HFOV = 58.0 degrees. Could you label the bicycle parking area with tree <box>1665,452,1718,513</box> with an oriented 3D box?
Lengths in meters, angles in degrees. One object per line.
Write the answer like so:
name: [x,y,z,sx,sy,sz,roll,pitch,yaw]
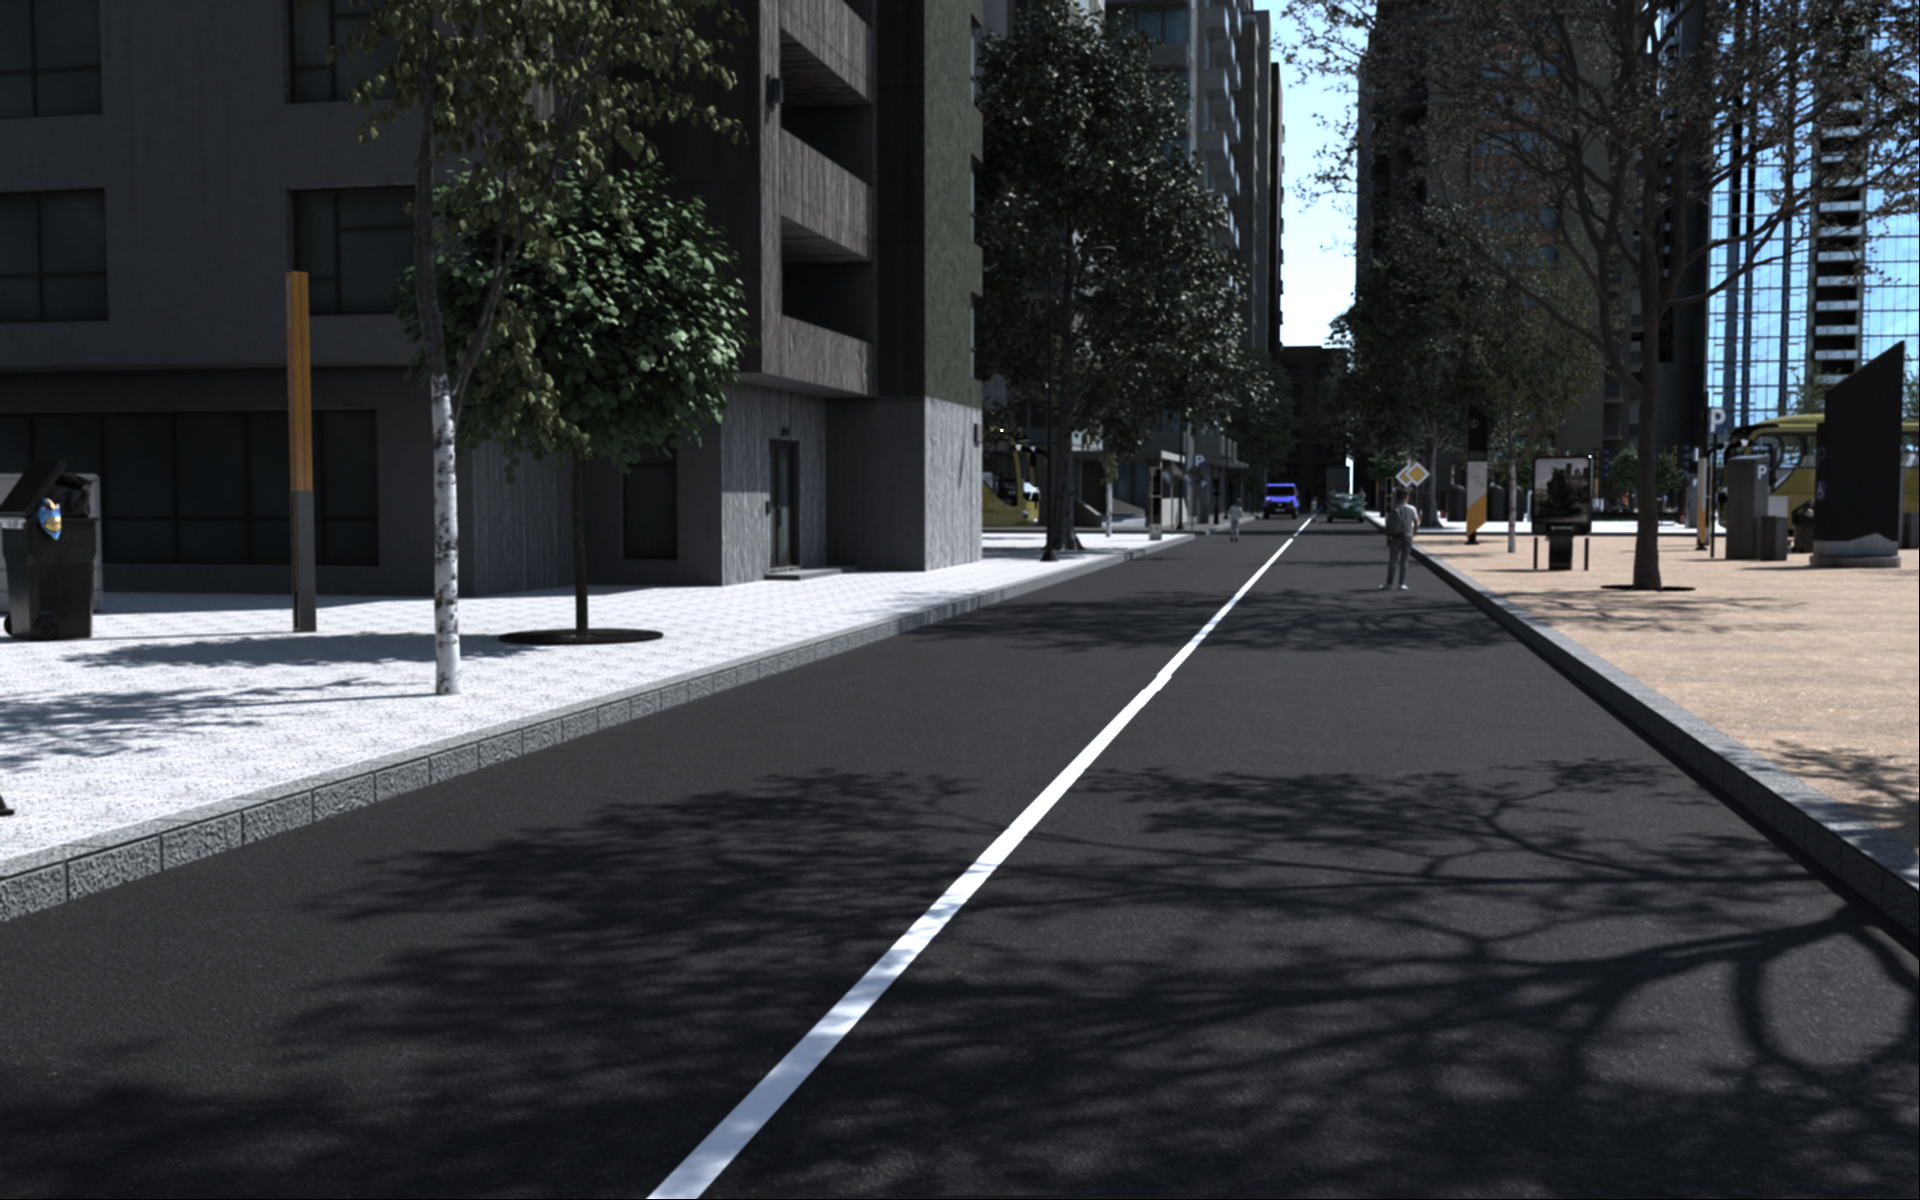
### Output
bicycle parking area with tree: [51.863,-8.069,118.928,8.231,4.147,9.016,-1,4,-20]

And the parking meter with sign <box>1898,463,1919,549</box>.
parking meter with sign: [21.477,-2.680,40.078,1.738,3.016,0.543,-1,4,-22]

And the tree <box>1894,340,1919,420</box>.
tree: [45.360,-8.070,82.314,4.737,8.622,4.395,0,3,0]

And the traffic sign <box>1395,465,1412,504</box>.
traffic sign: [15.551,-3.471,60.401,0.795,2.450,0.064,1,4,12]

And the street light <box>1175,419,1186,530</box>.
street light: [8.427,-5.457,61.770,1.470,5.913,1.316,1,4,12]

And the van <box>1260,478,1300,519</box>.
van: [18.621,-5.881,100.530,2.240,2.365,5.245,1,4,11]

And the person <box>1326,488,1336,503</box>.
person: [21.331,-5.555,99.513,0.473,1.802,0.592,0,4,-3]

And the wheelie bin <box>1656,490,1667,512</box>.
wheelie bin: [34.663,-4.780,86.059,0.980,1.594,0.693,3,4,36]

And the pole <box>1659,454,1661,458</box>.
pole: [35.354,-5.722,87.397,0.158,3.312,0.155,0,3,0]

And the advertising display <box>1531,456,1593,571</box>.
advertising display: [10.171,-1.472,29.283,0.974,1.923,0.123,3,4,35]

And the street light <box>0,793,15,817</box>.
street light: [-3.443,-2.084,6.618,1.470,5.913,1.316,1,4,12]

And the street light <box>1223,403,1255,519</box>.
street light: [14.091,-7.056,87.900,1.470,5.913,1.316,1,4,12]

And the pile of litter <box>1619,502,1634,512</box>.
pile of litter: [34.927,-4.693,90.698,1.176,0.858,1.719,-2,4,-29]

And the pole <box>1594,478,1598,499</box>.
pole: [42.485,-7.453,115.697,0.158,3.312,0.155,0,3,0]

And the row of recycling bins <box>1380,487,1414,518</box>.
row of recycling bins: [24.383,-5.406,95.497,3.534,1.692,1.069,-3,5,-40]

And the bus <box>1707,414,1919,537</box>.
bus: [29.581,-3.754,52.927,12.252,3.916,2.896,1,4,12]

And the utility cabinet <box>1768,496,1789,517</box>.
utility cabinet: [21.577,-2.136,46.080,1.020,1.237,0.306,-2,4,-30]

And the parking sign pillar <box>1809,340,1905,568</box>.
parking sign pillar: [15.846,-2.574,30.554,1.447,3.967,1.447,0,4,1]

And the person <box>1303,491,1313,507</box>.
person: [39.889,-11.589,198.121,1.348,1.807,0.705,0,4,-1]

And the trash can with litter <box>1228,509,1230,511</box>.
trash can with litter: [20.441,-7.587,135.101,1.678,1.210,2.233,-3,5,-40]

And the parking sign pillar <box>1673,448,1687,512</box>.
parking sign pillar: [42.203,-6.911,101.464,1.447,3.967,1.447,1,4,10]

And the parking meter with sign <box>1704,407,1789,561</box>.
parking meter with sign: [15.442,-2.306,33.957,0.543,3.016,1.738,-1,4,-23]

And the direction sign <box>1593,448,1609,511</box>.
direction sign: [31.482,-5.697,85.148,0.876,3.537,0.379,-1,4,-15]

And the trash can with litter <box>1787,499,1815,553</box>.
trash can with litter: [18.245,-1.621,37.883,0.624,1.170,1.055,-3,4,-36]

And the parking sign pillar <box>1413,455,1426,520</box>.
parking sign pillar: [23.544,-6.079,87.869,1.447,3.967,1.447,-3,5,-43]

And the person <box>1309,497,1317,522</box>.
person: [17.903,-4.592,87.862,0.394,1.301,0.425,3,4,37]

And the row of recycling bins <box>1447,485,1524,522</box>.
row of recycling bins: [24.449,-4.488,80.497,3.534,1.692,1.069,0,4,-4]

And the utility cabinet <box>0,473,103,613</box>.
utility cabinet: [-9.924,-0.611,18.671,1.173,1.500,0.318,-1,4,-19]

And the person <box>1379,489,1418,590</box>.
person: [6.575,-0.909,25.961,0.503,1.515,0.523,-1,4,-16]

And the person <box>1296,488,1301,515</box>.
person: [22.824,-6.642,117.187,0.616,1.811,0.778,0,4,-7]

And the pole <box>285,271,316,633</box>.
pole: [-6.100,-1.357,16.023,0.158,3.312,0.155,0,3,0]

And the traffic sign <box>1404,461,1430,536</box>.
traffic sign: [13.866,-2.994,52.595,0.795,2.450,0.064,1,4,12]

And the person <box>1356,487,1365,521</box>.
person: [21.450,-5.146,92.811,0.511,1.800,0.466,3,4,36]

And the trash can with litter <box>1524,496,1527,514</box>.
trash can with litter: [38.506,-6.305,114.146,1.678,1.210,2.233,0,4,2]

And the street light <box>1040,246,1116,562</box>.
street light: [2.232,-3.682,32.746,1.470,5.913,1.316,1,4,12]

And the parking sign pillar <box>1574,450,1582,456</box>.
parking sign pillar: [37.604,-7.235,106.762,1.447,3.967,1.447,0,4,-6]

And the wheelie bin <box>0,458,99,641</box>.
wheelie bin: [-8.104,-0.459,15.419,0.980,1.594,0.693,3,5,40]

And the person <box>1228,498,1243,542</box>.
person: [8.234,-2.392,51.883,0.425,1.301,0.394,0,4,-6]

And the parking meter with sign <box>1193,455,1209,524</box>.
parking meter with sign: [10.597,-4.862,75.757,0.543,3.016,1.738,0,4,-1]

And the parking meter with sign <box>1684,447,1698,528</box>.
parking meter with sign: [27.501,-4.193,64.819,0.543,3.016,1.738,1,4,11]

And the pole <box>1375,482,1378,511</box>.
pole: [31.099,-8.279,129.206,0.158,3.312,0.155,0,3,0]

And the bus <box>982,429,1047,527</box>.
bus: [-3.124,-4.214,60.442,12.252,3.916,2.896,1,4,13]

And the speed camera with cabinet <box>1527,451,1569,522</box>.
speed camera with cabinet: [27.391,-5.257,80.285,2.038,3.252,0.660,1,4,20]

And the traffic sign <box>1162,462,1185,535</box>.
traffic sign: [6.642,-3.090,54.169,0.795,2.450,0.064,1,4,12]

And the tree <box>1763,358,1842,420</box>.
tree: [46.083,-8.821,94.584,4.737,8.622,4.395,0,3,0]

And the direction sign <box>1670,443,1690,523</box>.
direction sign: [31.916,-5.191,76.862,0.876,3.537,0.379,0,4,-2]

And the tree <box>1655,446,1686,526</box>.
tree: [28.602,-4.624,70.199,1.663,3.219,1.824,0,3,0]

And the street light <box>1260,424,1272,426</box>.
street light: [19.944,-8.688,114.589,1.470,5.913,1.316,1,4,12]

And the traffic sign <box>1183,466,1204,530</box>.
traffic sign: [8.327,-3.568,61.975,0.795,2.450,0.064,1,4,12]

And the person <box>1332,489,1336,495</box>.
person: [28.259,-7.463,130.765,0.600,1.795,0.529,0,4,-2]
